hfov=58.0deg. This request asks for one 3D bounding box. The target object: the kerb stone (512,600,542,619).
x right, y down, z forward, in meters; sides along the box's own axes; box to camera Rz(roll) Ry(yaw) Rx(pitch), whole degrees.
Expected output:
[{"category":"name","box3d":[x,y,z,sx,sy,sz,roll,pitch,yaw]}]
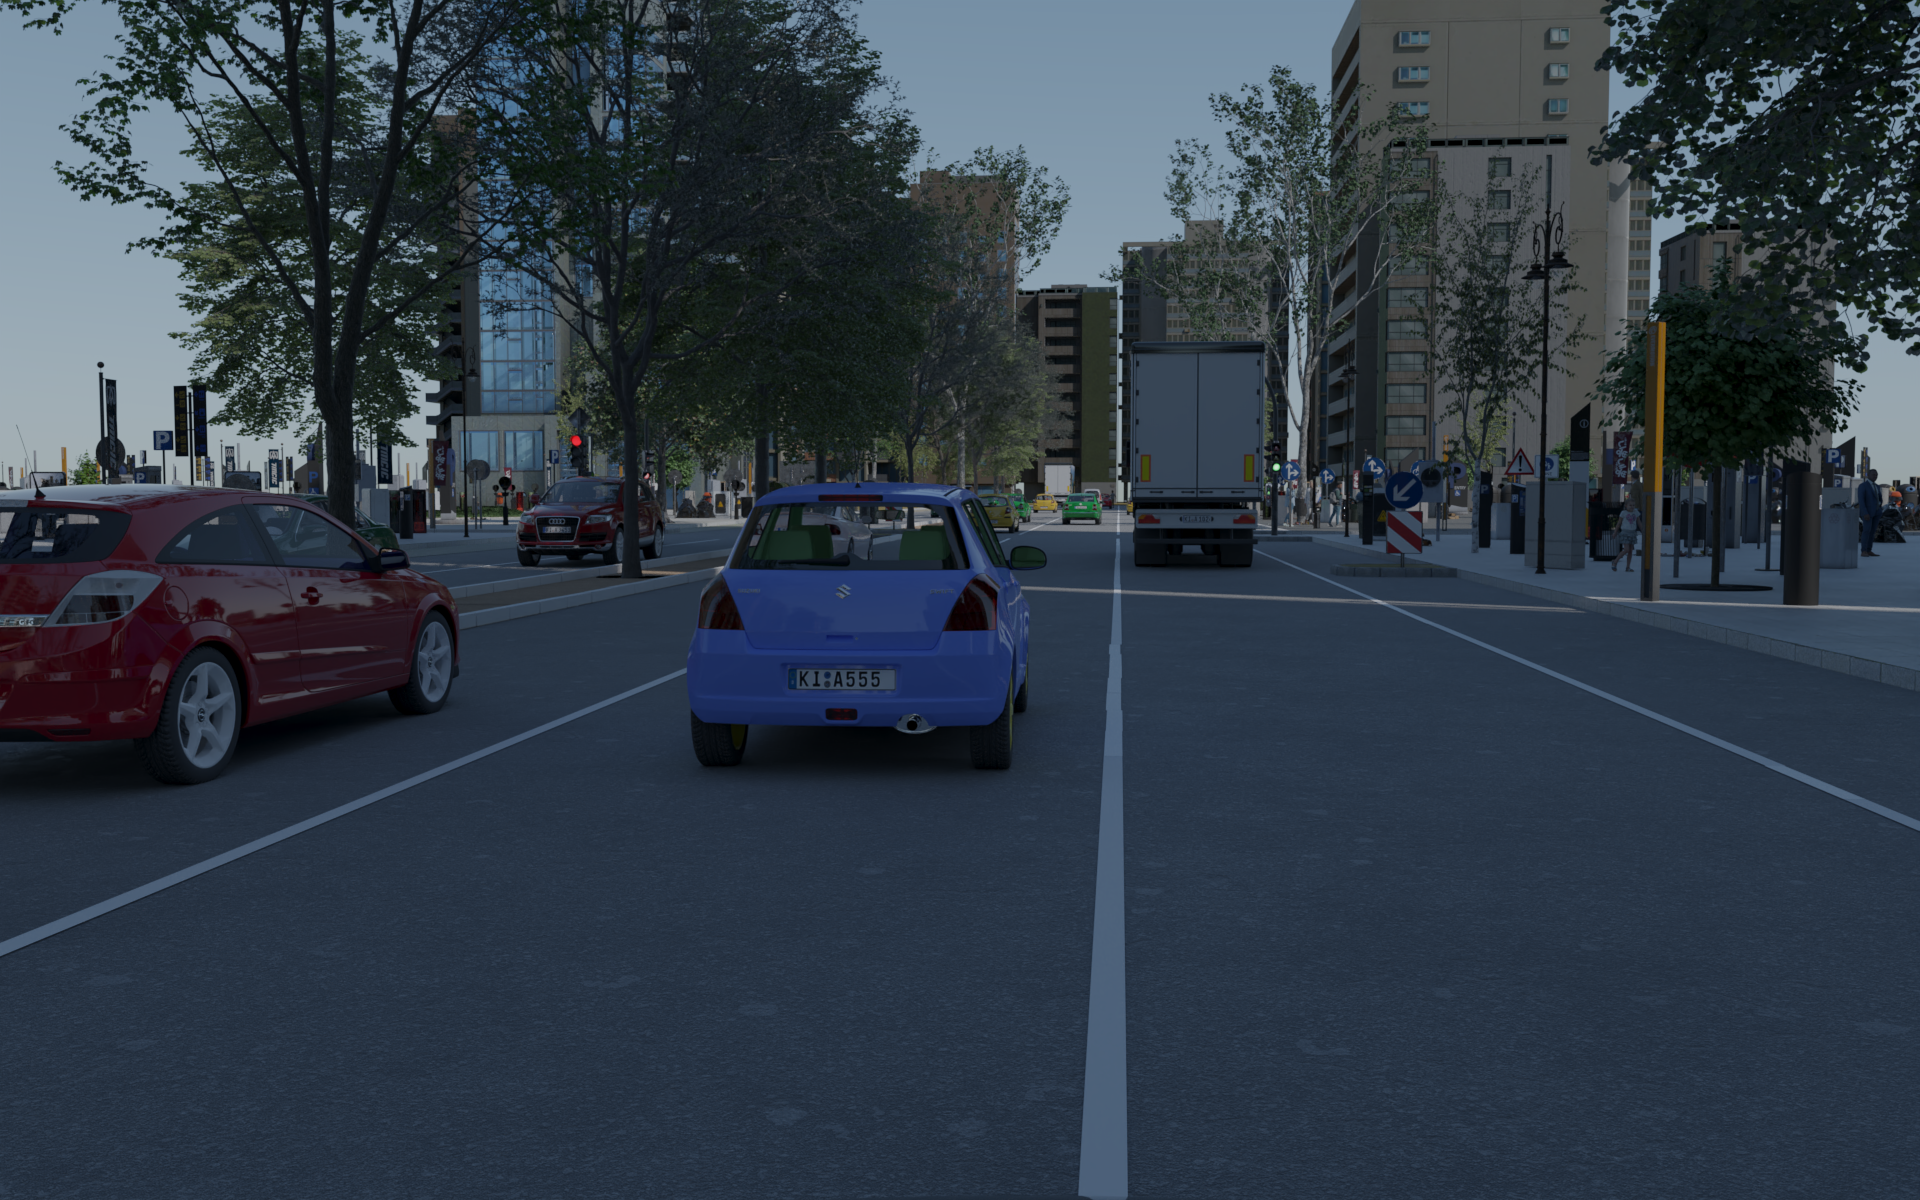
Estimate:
[{"category":"kerb stone","box3d":[-5.134,0.123,20.215,0.120,0.150,1.000,0,4,5]}]

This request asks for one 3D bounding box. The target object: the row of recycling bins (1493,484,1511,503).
[{"category":"row of recycling bins","box3d":[24.013,-4.100,74.149,3.534,1.692,1.069,0,4,6]}]

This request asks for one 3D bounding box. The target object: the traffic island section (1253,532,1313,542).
[{"category":"traffic island section","box3d":[9.741,-1.915,53.592,2.009,0.180,2.903,0,4,5]}]

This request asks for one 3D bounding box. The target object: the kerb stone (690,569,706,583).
[{"category":"kerb stone","box3d":[-4.378,-0.378,28.377,0.120,0.150,1.000,0,4,5]}]

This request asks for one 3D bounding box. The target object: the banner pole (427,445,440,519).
[{"category":"banner pole","box3d":[-27.116,-6.065,89.175,0.863,3.779,0.401,-1,4,-15]}]

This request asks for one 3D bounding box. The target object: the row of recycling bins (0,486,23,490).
[{"category":"row of recycling bins","box3d":[-51.817,-5.251,92.969,3.534,1.692,1.069,0,4,8]}]

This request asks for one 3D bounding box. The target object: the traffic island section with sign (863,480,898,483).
[{"category":"traffic island section with sign","box3d":[-2.297,-3.317,62.372,2.006,1.907,1.989,0,4,5]}]

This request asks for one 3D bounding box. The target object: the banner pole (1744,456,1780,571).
[{"category":"banner pole","box3d":[13.454,-2.390,29.089,0.401,3.779,0.863,-1,4,-15]}]

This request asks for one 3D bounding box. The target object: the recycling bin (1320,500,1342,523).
[{"category":"recycling bin","box3d":[16.562,-3.965,77.375,0.722,1.027,0.722,-2,4,-30]}]

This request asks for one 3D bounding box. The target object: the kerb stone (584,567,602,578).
[{"category":"kerb stone","box3d":[-6.381,-0.454,29.621,0.120,0.150,1.000,0,4,5]}]

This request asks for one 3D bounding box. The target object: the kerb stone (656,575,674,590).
[{"category":"kerb stone","box3d":[-4.575,-0.253,26.335,0.120,0.150,1.000,0,4,5]}]

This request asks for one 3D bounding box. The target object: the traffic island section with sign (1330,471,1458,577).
[{"category":"traffic island section with sign","box3d":[7.655,-1.355,30.781,1.989,1.847,2.006,0,4,5]}]

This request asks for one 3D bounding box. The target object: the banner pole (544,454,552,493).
[{"category":"banner pole","box3d":[-25.790,-7.233,108.275,0.401,3.779,0.863,2,4,25]}]

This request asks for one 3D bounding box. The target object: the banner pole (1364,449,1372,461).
[{"category":"banner pole","box3d":[22.901,-6.567,97.391,0.863,3.779,0.401,-3,5,-43]}]

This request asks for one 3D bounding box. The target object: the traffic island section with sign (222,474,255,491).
[{"category":"traffic island section with sign","box3d":[-13.959,-1.482,32.862,1.989,1.847,2.006,0,4,5]}]

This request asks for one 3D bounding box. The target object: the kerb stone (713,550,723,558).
[{"category":"kerb stone","box3d":[-5.535,-1.016,38.815,0.120,0.150,1.000,0,4,5]}]

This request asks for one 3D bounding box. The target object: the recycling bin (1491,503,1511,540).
[{"category":"recycling bin","box3d":[15.382,-2.224,48.918,0.722,1.027,0.722,0,4,-4]}]

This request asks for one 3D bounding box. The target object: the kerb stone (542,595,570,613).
[{"category":"kerb stone","box3d":[-5.036,0.064,21.233,0.120,0.150,1.000,0,4,5]}]

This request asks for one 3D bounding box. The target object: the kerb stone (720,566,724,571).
[{"category":"kerb stone","box3d":[-4.194,-0.499,30.417,0.120,0.150,1.000,0,4,5]}]

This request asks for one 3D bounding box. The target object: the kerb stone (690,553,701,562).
[{"category":"kerb stone","box3d":[-5.723,-0.891,36.767,0.120,0.150,1.000,0,4,5]}]

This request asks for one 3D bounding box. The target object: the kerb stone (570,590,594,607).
[{"category":"kerb stone","box3d":[-4.945,0.005,22.256,0.120,0.150,1.000,0,4,5]}]

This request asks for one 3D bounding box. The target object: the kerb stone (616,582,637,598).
[{"category":"kerb stone","box3d":[-4.761,-0.128,24.294,0.120,0.150,1.000,0,4,5]}]

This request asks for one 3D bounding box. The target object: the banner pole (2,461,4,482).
[{"category":"banner pole","box3d":[-73.373,-8.731,132.775,0.401,3.779,0.863,-2,4,-24]}]

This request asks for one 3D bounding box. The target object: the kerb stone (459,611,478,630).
[{"category":"kerb stone","box3d":[-5.325,0.246,18.180,0.120,0.150,1.000,0,4,5]}]

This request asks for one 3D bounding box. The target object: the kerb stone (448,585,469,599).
[{"category":"kerb stone","box3d":[-6.948,-0.080,23.498,0.120,0.150,1.000,0,4,5]}]

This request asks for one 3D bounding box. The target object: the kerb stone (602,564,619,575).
[{"category":"kerb stone","box3d":[-6.282,-0.517,30.641,0.120,0.150,1.000,0,4,5]}]

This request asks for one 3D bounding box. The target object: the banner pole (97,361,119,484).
[{"category":"banner pole","box3d":[-16.226,-2.631,33.030,0.401,3.779,0.863,0,4,-1]}]

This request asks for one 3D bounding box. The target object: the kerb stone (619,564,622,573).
[{"category":"kerb stone","box3d":[-6.191,-0.579,31.659,0.120,0.150,1.000,0,4,5]}]

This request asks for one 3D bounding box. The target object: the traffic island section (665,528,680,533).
[{"category":"traffic island section","box3d":[-11.477,-2.525,63.557,2.009,0.180,2.903,0,4,5]}]

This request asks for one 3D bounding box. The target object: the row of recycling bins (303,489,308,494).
[{"category":"row of recycling bins","box3d":[-45.001,-6.939,120.569,1.069,1.692,3.534,-1,4,-10]}]

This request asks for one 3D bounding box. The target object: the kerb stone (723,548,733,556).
[{"category":"kerb stone","box3d":[-5.441,-1.078,39.836,0.120,0.150,1.000,0,4,5]}]

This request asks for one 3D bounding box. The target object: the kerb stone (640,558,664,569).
[{"category":"kerb stone","box3d":[-6.000,-0.704,33.706,0.120,0.150,1.000,0,4,5]}]

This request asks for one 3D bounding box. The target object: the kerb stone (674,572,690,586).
[{"category":"kerb stone","box3d":[-4.486,-0.316,27.360,0.120,0.150,1.000,0,4,5]}]

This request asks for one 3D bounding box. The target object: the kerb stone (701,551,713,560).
[{"category":"kerb stone","box3d":[-5.628,-0.953,37.784,0.120,0.150,1.000,0,4,5]}]

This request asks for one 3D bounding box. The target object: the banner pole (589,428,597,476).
[{"category":"banner pole","box3d":[-14.061,-4.647,65.988,0.401,3.779,0.863,-1,4,-21]}]

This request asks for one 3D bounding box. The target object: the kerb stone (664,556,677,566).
[{"category":"kerb stone","box3d":[-5.912,-0.766,34.724,0.120,0.150,1.000,0,4,5]}]

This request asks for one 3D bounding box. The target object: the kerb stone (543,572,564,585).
[{"category":"kerb stone","box3d":[-6.570,-0.330,27.586,0.120,0.150,1.000,0,4,5]}]

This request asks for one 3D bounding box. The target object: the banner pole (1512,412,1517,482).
[{"category":"banner pole","box3d":[16.768,-3.822,52.502,0.401,3.779,0.863,1,4,18]}]

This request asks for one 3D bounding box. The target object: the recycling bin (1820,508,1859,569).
[{"category":"recycling bin","box3d":[15.090,-1.070,30.043,0.722,1.027,0.722,-3,5,-44]}]

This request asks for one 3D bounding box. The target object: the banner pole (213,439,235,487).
[{"category":"banner pole","box3d":[-33.558,-5.461,79.305,0.863,3.779,0.401,0,4,7]}]

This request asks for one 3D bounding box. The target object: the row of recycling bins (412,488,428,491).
[{"category":"row of recycling bins","box3d":[-39.286,-7.097,123.148,3.534,1.692,1.069,0,4,2]}]

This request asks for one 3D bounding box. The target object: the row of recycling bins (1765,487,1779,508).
[{"category":"row of recycling bins","box3d":[50.242,-6.047,105.973,1.069,1.692,3.534,-3,5,-39]}]

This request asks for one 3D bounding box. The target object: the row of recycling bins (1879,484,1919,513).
[{"category":"row of recycling bins","box3d":[38.067,-3.778,68.881,3.534,1.692,1.069,0,4,3]}]

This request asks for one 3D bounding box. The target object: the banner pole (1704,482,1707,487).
[{"category":"banner pole","box3d":[47.828,-7.367,110.463,0.863,3.779,0.401,0,4,-5]}]

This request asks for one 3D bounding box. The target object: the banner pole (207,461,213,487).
[{"category":"banner pole","box3d":[-50.014,-7.678,115.556,0.401,3.779,0.863,1,4,22]}]

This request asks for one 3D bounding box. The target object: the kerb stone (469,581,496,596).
[{"category":"kerb stone","box3d":[-6.850,-0.142,24.520,0.120,0.150,1.000,0,4,5]}]

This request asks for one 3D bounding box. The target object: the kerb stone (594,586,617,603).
[{"category":"kerb stone","box3d":[-4.848,-0.061,23.273,0.120,0.150,1.000,0,4,5]}]

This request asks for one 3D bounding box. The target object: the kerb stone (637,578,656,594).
[{"category":"kerb stone","box3d":[-4.668,-0.187,25.318,0.120,0.150,1.000,0,4,5]}]

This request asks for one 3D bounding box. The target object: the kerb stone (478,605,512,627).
[{"category":"kerb stone","box3d":[-5.225,0.183,19.197,0.120,0.150,1.000,0,4,5]}]

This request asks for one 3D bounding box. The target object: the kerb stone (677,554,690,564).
[{"category":"kerb stone","box3d":[-5.815,-0.829,35.742,0.120,0.150,1.000,0,4,5]}]

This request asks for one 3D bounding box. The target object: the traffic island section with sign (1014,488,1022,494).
[{"category":"traffic island section with sign","box3d":[4.566,-7.894,137.197,2.006,1.907,1.989,0,4,5]}]

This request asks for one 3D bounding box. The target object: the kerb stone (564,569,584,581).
[{"category":"kerb stone","box3d":[-6.467,-0.392,28.603,0.120,0.150,1.000,0,4,5]}]

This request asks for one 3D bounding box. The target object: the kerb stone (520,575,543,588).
[{"category":"kerb stone","box3d":[-6.663,-0.267,26.568,0.120,0.150,1.000,0,4,5]}]

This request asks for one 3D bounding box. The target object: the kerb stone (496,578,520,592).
[{"category":"kerb stone","box3d":[-6.752,-0.205,25.543,0.120,0.150,1.000,0,4,5]}]

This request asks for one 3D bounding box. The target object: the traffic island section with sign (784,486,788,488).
[{"category":"traffic island section with sign","box3d":[-8.862,-4.881,88.436,1.989,1.847,2.006,0,4,5]}]

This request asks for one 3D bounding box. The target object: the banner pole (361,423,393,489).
[{"category":"banner pole","box3d":[-17.964,-3.889,53.598,0.863,3.779,0.401,-2,4,-28]}]

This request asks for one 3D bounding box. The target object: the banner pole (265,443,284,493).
[{"category":"banner pole","box3d":[-33.372,-5.793,84.739,0.863,3.779,0.401,-2,4,-26]}]

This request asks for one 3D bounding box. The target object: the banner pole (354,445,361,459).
[{"category":"banner pole","box3d":[-30.008,-5.914,86.710,0.863,3.779,0.401,2,4,29]}]
